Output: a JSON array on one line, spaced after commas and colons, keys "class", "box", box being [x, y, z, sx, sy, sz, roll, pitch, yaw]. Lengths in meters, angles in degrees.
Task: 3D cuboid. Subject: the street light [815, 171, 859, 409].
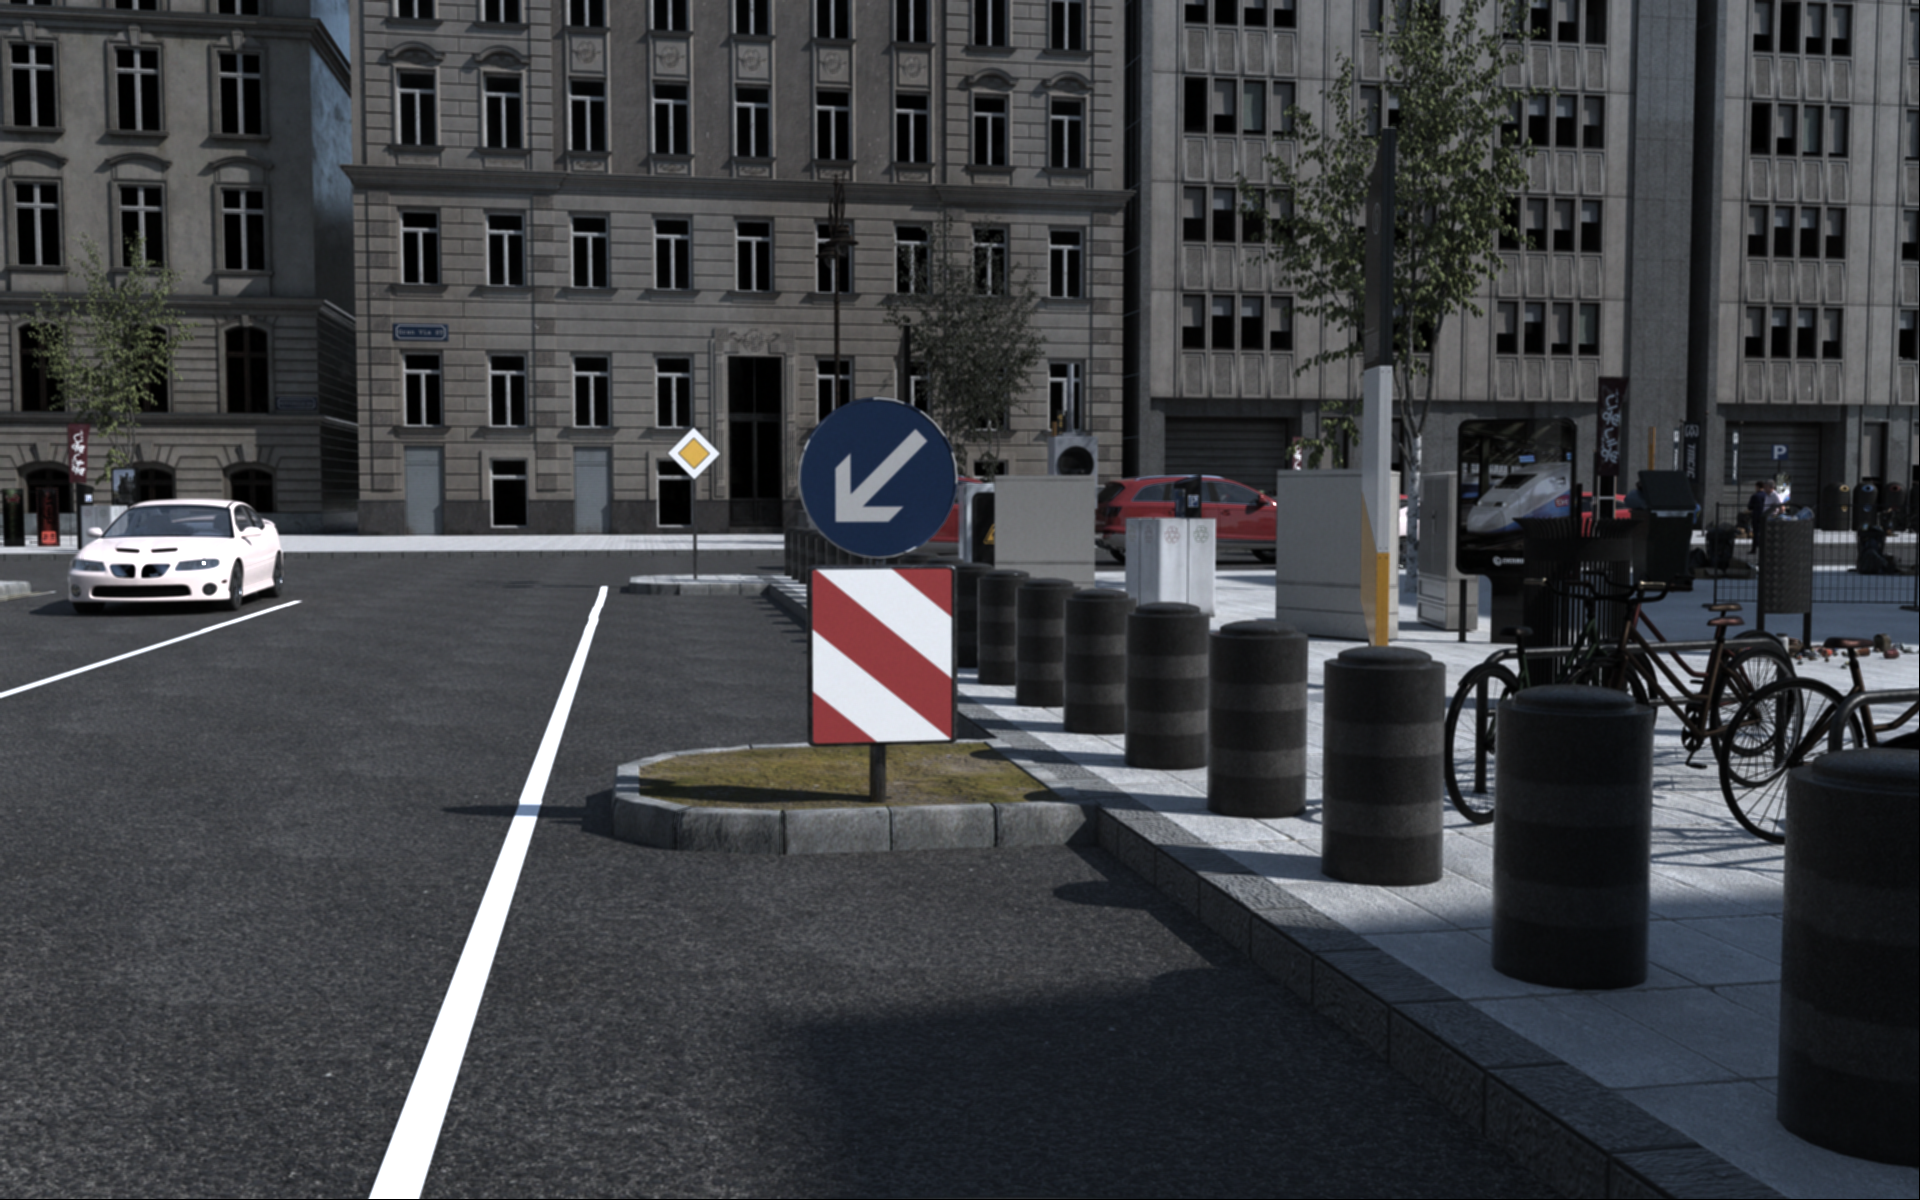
[{"class": "street light", "box": [-1.786, -3.205, 25.193, 0.468, 5.910, 1.993, -1, 4, -11]}]

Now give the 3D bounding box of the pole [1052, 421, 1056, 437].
[{"class": "pole", "box": [2.685, -3.359, 48.761, 0.158, 3.312, 0.155, 0, 3, 0]}]

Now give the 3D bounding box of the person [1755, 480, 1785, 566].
[{"class": "person", "box": [15.771, -1.490, 33.803, 0.436, 1.711, 0.756, 1, 4, 9]}]

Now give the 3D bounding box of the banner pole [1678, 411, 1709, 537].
[{"class": "banner pole", "box": [22.225, -3.807, 52.262, 0.863, 3.779, 0.401, 2, 4, 24]}]

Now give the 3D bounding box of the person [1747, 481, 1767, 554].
[{"class": "person", "box": [19.128, -1.972, 41.445, 0.576, 1.737, 0.504, -1, 4, -10]}]

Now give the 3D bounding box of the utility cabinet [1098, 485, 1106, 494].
[{"class": "utility cabinet", "box": [3.804, -2.177, 44.271, 1.173, 1.500, 0.318, 2, 4, 31]}]

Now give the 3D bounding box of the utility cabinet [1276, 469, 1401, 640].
[{"class": "utility cabinet", "box": [3.361, -0.413, 15.436, 0.318, 1.500, 1.173, -3, 4, -36]}]

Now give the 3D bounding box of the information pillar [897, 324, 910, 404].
[{"class": "information pillar", "box": [-0.783, -2.011, 24.228, 0.183, 3.616, 0.504, -1, 4, -15]}]

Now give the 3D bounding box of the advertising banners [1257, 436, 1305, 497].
[{"class": "advertising banners", "box": [9.594, -3.416, 52.044, 2.074, 3.025, 0.090, -2, 4, -33]}]

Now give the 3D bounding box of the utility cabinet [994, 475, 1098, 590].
[{"class": "utility cabinet", "box": [0.993, -0.714, 20.357, 1.173, 1.500, 0.318, 0, 4, 3]}]

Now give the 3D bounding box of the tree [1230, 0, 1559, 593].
[{"class": "tree", "box": [5.843, -4.418, 22.601, 4.737, 8.622, 4.395, 0, 3, 0]}]

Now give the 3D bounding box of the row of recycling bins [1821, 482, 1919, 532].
[{"class": "row of recycling bins", "box": [31.635, -3.213, 59.642, 3.534, 1.692, 1.069, 1, 4, 17]}]

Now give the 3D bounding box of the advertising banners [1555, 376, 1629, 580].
[{"class": "advertising banners", "box": [8.979, -1.803, 25.675, 2.074, 3.025, 0.090, -1, 4, -14]}]

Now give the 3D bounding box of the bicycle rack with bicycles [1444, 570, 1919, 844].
[{"class": "bicycle rack with bicycles", "box": [3.192, 0.389, 7.015, 2.925, 0.926, 2.852, -1, 4, -22]}]

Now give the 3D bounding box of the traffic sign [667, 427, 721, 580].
[{"class": "traffic sign", "box": [-3.976, -1.363, 25.933, 0.795, 2.450, 0.064, -1, 4, -11]}]

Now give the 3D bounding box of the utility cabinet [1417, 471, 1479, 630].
[{"class": "utility cabinet", "box": [4.677, -0.488, 16.656, 0.318, 1.500, 1.173, 0, 4, 2]}]

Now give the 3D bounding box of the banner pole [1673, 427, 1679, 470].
[{"class": "banner pole", "box": [23.815, -4.127, 57.492, 0.401, 3.779, 0.863, 3, 5, 44]}]

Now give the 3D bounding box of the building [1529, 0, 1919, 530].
[{"class": "building", "box": [34.861, -15.286, 67.944, 19.932, 24.808, 12.078, -1, 4, -11]}]

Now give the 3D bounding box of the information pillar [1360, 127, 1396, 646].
[{"class": "information pillar", "box": [2.745, -1.225, 11.383, 0.183, 3.616, 0.504, 0, 4, 1]}]

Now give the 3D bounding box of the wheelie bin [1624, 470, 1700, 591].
[{"class": "wheelie bin", "box": [9.283, -0.924, 23.020, 0.980, 1.594, 0.693, 0, 4, -3]}]

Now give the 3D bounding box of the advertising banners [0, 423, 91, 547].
[{"class": "advertising banners", "box": [-22.371, -2.825, 42.373, 2.074, 3.025, 0.090, -1, 4, -18]}]

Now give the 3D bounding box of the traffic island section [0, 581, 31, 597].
[{"class": "traffic island section", "box": [-14.318, -0.111, 24.095, 2.009, 0.180, 2.903, -1, 4, -11]}]

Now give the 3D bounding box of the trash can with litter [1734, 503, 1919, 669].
[{"class": "trash can with litter", "box": [6.930, -0.165, 13.749, 2.233, 1.210, 1.678, -1, 4, -23]}]

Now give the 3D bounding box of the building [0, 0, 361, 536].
[{"class": "building", "box": [-37.731, -14.491, 56.019, 34.723, 24.649, 14.460, -1, 4, -11]}]

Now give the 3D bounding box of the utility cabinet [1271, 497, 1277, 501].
[{"class": "utility cabinet", "box": [20.273, -6.040, 109.919, 0.306, 1.237, 1.020, -1, 4, -23]}]

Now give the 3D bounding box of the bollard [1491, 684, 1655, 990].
[{"class": "bollard", "box": [1.642, 0.616, 4.650, 0.404, 0.777, 0.398, 0, 3, 0]}]

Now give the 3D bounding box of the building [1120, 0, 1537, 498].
[{"class": "building", "box": [14.580, -15.060, 64.259, 19.932, 24.808, 12.078, -1, 4, -11]}]

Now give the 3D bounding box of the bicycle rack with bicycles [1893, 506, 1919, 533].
[{"class": "bicycle rack with bicycles", "box": [31.866, -2.659, 56.858, 2.925, 0.926, 2.852, 1, 4, 22]}]

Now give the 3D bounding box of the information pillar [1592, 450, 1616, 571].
[{"class": "information pillar", "box": [10.740, -1.493, 28.903, 0.304, 2.012, 0.304, 0, 4, 3]}]

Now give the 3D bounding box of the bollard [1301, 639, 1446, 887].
[{"class": "bollard", "box": [1.424, 0.543, 5.832, 0.404, 0.777, 0.398, 0, 3, 0]}]

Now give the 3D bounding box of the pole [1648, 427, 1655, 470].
[{"class": "pole", "box": [21.037, -3.603, 52.744, 0.158, 3.312, 0.155, 0, 3, 0]}]

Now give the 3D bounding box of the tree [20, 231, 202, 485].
[{"class": "tree", "box": [-23.208, -5.950, 47.646, 4.737, 8.622, 4.395, 0, 3, 0]}]

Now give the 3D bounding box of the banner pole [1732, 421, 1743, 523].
[{"class": "banner pole", "box": [26.632, -4.242, 59.381, 0.863, 3.779, 0.401, -3, 5, -43]}]

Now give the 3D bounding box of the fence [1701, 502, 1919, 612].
[{"class": "fence", "box": [9.518, -0.493, 19.260, 2.264, 1.192, 0.480, 1, 4, 9]}]

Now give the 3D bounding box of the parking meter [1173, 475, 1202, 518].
[{"class": "parking meter", "box": [3.066, -0.915, 23.364, 0.372, 1.533, 0.369, 0, 3, 0]}]

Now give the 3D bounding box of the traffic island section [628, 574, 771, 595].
[{"class": "traffic island section", "box": [-3.954, -0.228, 26.015, 2.009, 0.180, 2.903, -1, 4, -11]}]

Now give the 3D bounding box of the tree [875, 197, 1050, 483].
[{"class": "tree", "box": [0.001, -5.729, 44.038, 4.360, 8.622, 3.978, 0, 3, 0]}]

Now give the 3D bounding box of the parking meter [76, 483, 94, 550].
[{"class": "parking meter", "box": [-20.137, -1.925, 39.892, 0.372, 1.533, 0.369, 0, 3, 0]}]

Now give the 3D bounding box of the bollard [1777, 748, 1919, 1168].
[{"class": "bollard", "box": [1.866, 0.688, 3.467, 0.404, 0.777, 0.398, 0, 3, 0]}]

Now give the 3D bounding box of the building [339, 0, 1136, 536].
[{"class": "building", "box": [-7.518, -16.061, 59.855, 25.104, 27.353, 12.463, -1, 4, -11]}]
